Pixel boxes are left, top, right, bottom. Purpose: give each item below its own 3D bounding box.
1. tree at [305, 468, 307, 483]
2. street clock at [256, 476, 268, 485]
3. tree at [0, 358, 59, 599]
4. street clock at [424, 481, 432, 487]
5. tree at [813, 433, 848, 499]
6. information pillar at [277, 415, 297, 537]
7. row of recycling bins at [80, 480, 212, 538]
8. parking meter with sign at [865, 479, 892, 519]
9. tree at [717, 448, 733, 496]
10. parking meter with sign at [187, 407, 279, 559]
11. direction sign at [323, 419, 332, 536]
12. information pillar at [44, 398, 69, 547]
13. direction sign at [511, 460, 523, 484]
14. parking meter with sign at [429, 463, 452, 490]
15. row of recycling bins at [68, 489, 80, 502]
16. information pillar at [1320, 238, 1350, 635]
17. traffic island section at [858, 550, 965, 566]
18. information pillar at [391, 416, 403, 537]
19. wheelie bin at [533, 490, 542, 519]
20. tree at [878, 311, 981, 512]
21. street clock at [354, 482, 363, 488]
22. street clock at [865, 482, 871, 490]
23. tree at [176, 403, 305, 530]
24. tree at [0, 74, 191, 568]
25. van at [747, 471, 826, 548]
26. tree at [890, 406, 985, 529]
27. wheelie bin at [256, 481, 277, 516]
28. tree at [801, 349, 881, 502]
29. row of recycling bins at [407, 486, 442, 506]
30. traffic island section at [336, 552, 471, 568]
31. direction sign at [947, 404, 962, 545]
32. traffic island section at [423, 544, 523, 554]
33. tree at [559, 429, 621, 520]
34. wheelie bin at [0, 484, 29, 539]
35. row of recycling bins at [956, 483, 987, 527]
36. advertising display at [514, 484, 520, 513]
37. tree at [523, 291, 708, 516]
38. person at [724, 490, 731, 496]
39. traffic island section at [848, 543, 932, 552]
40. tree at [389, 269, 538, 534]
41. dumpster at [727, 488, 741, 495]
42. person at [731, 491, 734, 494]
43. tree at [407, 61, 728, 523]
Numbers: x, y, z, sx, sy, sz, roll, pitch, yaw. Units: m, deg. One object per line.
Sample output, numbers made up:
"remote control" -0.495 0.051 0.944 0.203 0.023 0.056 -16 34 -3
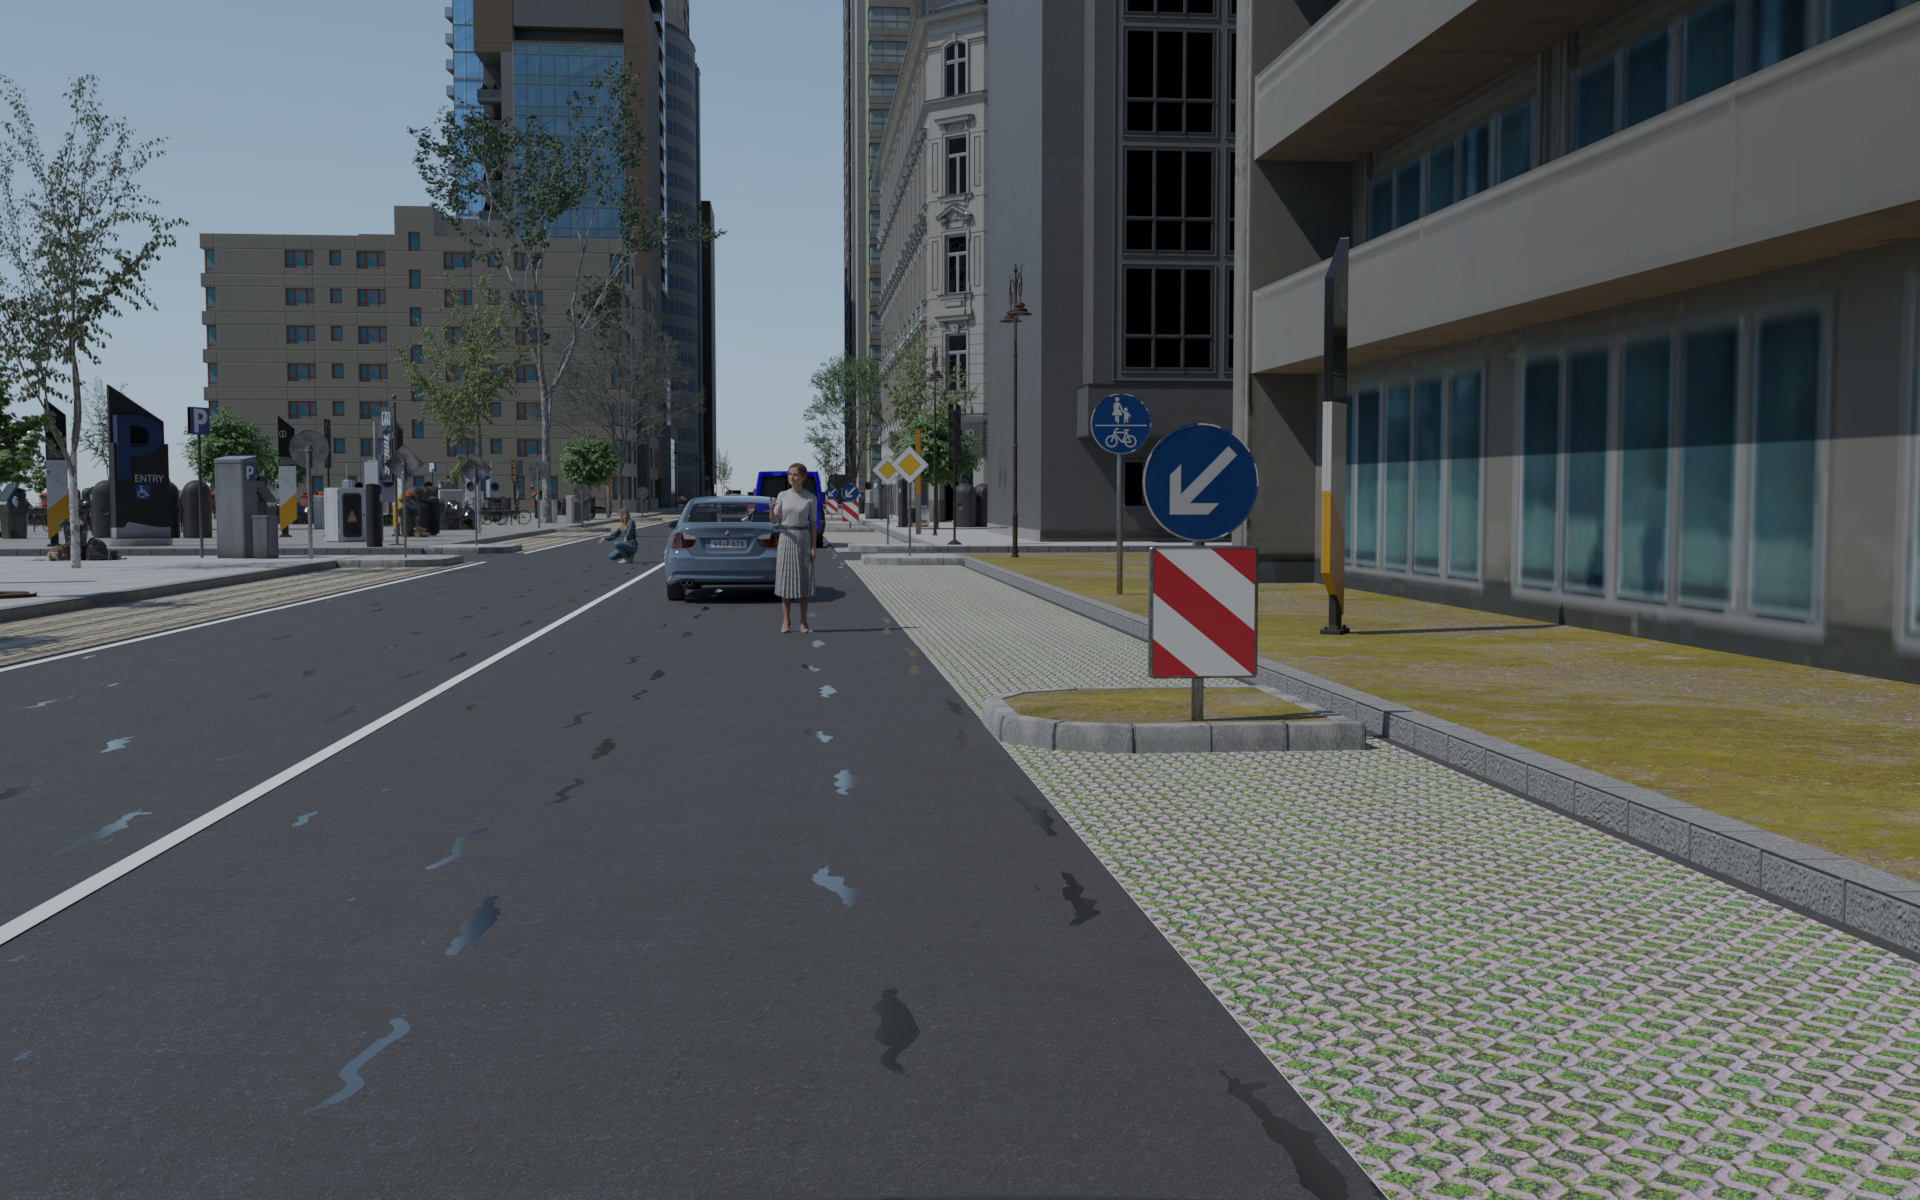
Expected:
"tree" -39.784 -7.219 101.752 4.285 4.588 4.351 0 3 0
"street clock" -27.507 -3.893 68.215 0.471 2.002 0.358 -2 4 -25
"tree" -11.923 -1.638 21.380 1.663 3.219 1.824 0 3 0
"street clock" -30.351 -5.774 98.975 0.471 2.002 0.358 0 4 -6
"tree" -15.371 -15.511 203.973 4.737 8.622 4.395 0 3 0
"information pillar" -19.990 -3.675 51.440 0.504 3.616 0.183 -1 4 -12
"row of recycling bins" -23.585 -2.656 50.546 3.534 1.692 1.069 0 4 4
"parking meter with sign" -4.118 -5.676 89.057 0.543 3.016 1.738 3 5 45
"tree" -37.655 -19.803 274.140 4.737 8.622 4.395 0 3 0
"parking meter with sign" -14.454 -2.342 34.549 1.738 3.016 0.543 1 4 15
"direction sign" -19.106 -3.694 52.397 0.379 3.537 0.876 -1 4 -9
"information pillar" -22.036 -3.112 42.230 0.504 3.616 0.183 -2 4 -26
"direction sign" -29.610 -7.576 115.857 0.876 3.537 0.379 1 4 20
"parking meter with sign" -28.649 -6.127 96.442 0.543 3.016 1.738 3 4 38
"row of recycling bins" -56.339 -6.469 112.873 3.534 1.692 1.069 -3 5 -42
"information pillar" 3.411 -1.492 15.751 0.183 3.616 0.504 2 4 28
"traffic island section" -1.021 -0.837 35.971 2.009 0.180 2.903 0 4 -6
"information pillar" -16.949 -3.722 52.204 0.504 3.616 0.183 3 4 38
"wheelie bin" -21.975 -5.059 90.629 0.693 1.594 0.980 -1 4 -14
"tree" -1.524 -7.289 69.531 4.737 8.622 4.395 0 3 0
"street clock" -36.424 -6.139 104.945 0.471 2.002 0.358 -3 4 -38
"street clock" -5.356 -5.903 101.090 0.358 2.002 0.471 -2 4 -24
"tree" -26.447 -4.809 62.343 4.285 4.588 4.351 0 3 0
"tree" -15.539 -4.850 29.663 4.360 8.622 3.978 0 3 0
"van" -4.780 -2.667 47.989 2.240 2.365 5.245 0 4 -6
"tree" -0.892 -4.871 63.352 4.285 4.588 4.351 0 3 0
"wheelie bin" -17.496 -2.158 43.190 0.693 1.594 0.980 0 4 2
"tree" -7.498 -12.086 123.361 9.928 11.665 9.643 0 3 0
"row of recycling bins" -28.448 -5.212 92.327 1.069 1.692 3.534 0 4 4
"traffic island section" -11.213 -0.776 34.970 2.009 0.180 2.903 0 4 -6
"direction sign" -0.137 -3.167 43.776 0.379 3.537 0.876 1 4 20
"traffic island section" -12.001 -1.262 42.916 2.009 0.180 2.903 0 4 -6
"tree" -18.630 -6.316 86.984 4.285 4.588 4.351 0 3 0
"wheelie bin" -27.209 -2.561 49.787 0.980 1.594 0.693 2 4 35
"row of recycling bins" 1.228 -3.708 67.734 3.534 1.692 1.069 -3 5 -42
"advertising display" -28.255 -6.434 110.410 0.123 1.923 0.974 0 4 0
"tree" -20.126 -11.742 102.348 12.009 13.543 11.850 0 3 0
"person" -16.586 -7.008 124.015 0.756 1.711 0.436 -2 4 -32
"traffic island section" -1.809 -1.323 43.918 2.009 0.180 2.903 0 4 -6
"tree" -15.898 -6.464 56.047 4.737 8.622 4.395 0 3 0
"dumpster" -31.596 -14.525 242.439 1.985 2.255 1.502 0 4 -7
"person" -26.675 -11.890 202.843 1.348 1.831 0.705 1 4 21
"tree" -16.818 -13.404 75.045 12.611 20.169 13.585 0 3 0
